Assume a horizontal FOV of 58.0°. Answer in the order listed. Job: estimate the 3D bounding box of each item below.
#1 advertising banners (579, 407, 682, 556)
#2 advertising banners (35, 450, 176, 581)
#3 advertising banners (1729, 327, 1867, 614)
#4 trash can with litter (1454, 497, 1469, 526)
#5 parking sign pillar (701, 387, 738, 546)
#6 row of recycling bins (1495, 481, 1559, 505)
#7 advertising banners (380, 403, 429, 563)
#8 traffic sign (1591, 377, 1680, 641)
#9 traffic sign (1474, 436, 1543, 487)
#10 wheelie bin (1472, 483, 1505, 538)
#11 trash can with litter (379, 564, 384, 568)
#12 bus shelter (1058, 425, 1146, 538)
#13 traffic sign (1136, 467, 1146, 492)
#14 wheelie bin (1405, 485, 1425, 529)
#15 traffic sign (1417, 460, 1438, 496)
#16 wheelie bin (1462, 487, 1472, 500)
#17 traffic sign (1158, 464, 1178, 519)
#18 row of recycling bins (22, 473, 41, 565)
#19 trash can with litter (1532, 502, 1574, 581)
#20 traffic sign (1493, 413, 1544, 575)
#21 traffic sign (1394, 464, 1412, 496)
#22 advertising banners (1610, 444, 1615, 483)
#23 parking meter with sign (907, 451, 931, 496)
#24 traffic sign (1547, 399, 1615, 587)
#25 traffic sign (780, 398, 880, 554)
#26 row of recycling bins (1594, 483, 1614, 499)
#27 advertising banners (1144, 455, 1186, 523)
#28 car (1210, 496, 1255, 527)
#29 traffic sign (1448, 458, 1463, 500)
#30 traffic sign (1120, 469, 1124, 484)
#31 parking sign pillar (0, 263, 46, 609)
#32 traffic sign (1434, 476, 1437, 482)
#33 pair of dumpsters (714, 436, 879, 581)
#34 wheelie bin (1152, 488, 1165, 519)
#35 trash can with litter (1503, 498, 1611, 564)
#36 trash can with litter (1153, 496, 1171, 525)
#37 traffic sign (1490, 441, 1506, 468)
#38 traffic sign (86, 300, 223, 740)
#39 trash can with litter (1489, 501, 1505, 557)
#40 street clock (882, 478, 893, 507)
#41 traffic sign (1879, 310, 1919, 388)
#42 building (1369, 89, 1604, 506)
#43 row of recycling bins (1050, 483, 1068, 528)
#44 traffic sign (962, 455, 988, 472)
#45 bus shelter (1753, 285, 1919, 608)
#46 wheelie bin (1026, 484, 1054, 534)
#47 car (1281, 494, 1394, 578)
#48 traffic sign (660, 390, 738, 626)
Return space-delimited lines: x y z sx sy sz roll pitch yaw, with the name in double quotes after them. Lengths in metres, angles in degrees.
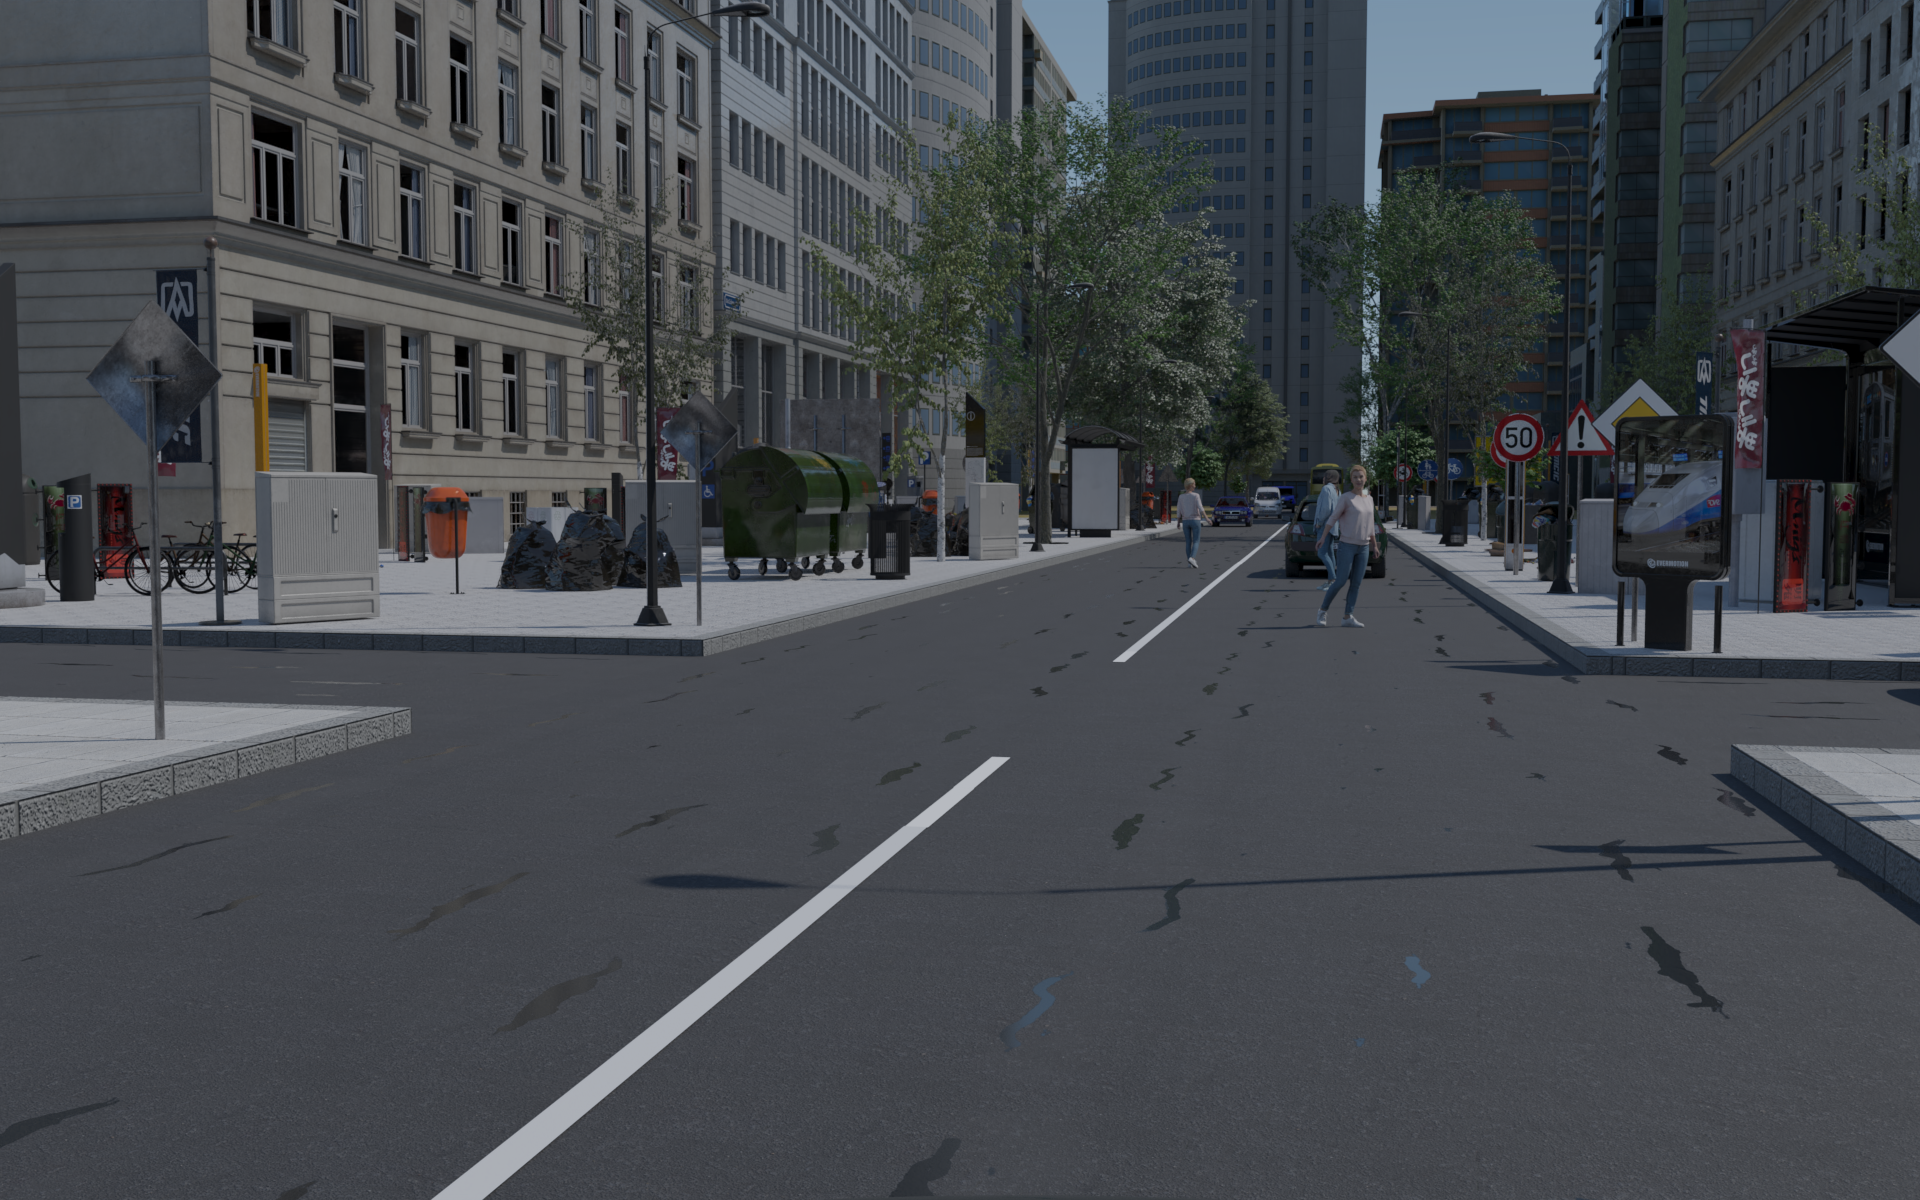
-6.610 -2.365 34.848 2.074 3.025 0.090 0 4 -1 "advertising banners"
-12.788 -1.831 26.121 2.074 3.025 0.090 -3 4 -38 "advertising banners"
9.007 -1.374 18.649 2.074 3.025 0.090 -2 4 -24 "advertising banners"
19.920 -3.541 69.289 0.624 1.170 1.055 0 4 -8 "trash can with litter"
-6.007 -3.350 43.250 1.447 3.967 1.447 1 4 18 "parking sign pillar"
18.066 -2.953 55.399 1.069 1.692 3.534 -1 4 -13 "row of recycling bins"
-10.613 -2.252 33.005 0.090 3.025 2.074 -3 5 -40 "advertising banners"
5.870 -0.696 15.028 0.795 2.450 0.064 1 4 12 "traffic sign"
19.011 -4.049 60.071 2.265 3.308 0.079 1 4 18 "traffic sign"
15.450 -2.596 50.347 0.693 1.594 0.980 2 4 31 "wheelie bin"
-10.807 -1.146 29.790 1.678 1.210 2.233 -1 4 -15 "trash can with litter"
4.435 -3.641 53.451 2.014 3.302 5.546 1 4 12 "bus shelter"
8.721 -5.012 81.949 0.884 2.594 0.081 1 4 21 "traffic sign"
16.601 -3.382 63.208 0.693 1.594 0.980 1 4 12 "wheelie bin"
17.270 -3.905 63.953 0.768 2.556 0.104 1 4 17 "traffic sign"
24.452 -4.574 82.692 0.980 1.594 0.693 -2 4 -31 "wheelie bin"
8.965 -4.573 74.774 0.884 2.594 0.081 1 4 17 "traffic sign"
-17.553 -1.400 30.002 1.069 1.692 3.534 1 4 16 "row of recycling bins"
8.766 -0.880 25.781 0.624 1.170 1.055 1 4 10 "trash can with litter"
8.803 -1.666 27.353 0.768 2.556 0.104 1 4 13 "traffic sign"
18.557 -4.433 72.591 0.768 2.556 0.104 1 4 16 "traffic sign"
17.032 -2.857 42.896 2.074 3.025 0.090 0 4 5 "advertising banners"
-1.829 -4.498 69.802 0.543 3.016 1.738 2 4 28 "parking meter with sign"
8.550 -1.462 23.900 0.884 2.594 0.081 1 4 15 "traffic sign"
-2.802 -2.642 37.069 2.265 3.308 0.079 1 4 16 "traffic sign"
24.367 -3.467 63.794 3.534 1.692 1.069 -3 5 -44 "row of recycling bins"
9.127 -4.913 76.511 2.074 3.025 0.090 0 4 3 "advertising banners"
12.064 -3.921 76.694 1.945 1.354 3.894 1 4 11 "car"
17.392 -3.744 61.312 0.768 2.556 0.104 1 4 13 "traffic sign"
7.985 -5.304 86.833 0.768 2.556 0.104 1 4 16 "traffic sign"
-11.256 -1.907 19.654 1.447 3.967 1.447 0 4 5 "parking sign pillar"
23.766 -5.227 85.563 0.768 2.556 0.104 1 4 16 "traffic sign"
-2.556 -1.536 27.603 1.574 2.255 4.437 1 4 12 "pair of dumpsters"
10.147 -4.925 88.436 0.980 1.594 0.693 3 5 44 "wheelie bin"
11.108 -1.301 32.330 2.233 1.210 1.678 0 4 1 "trash can with litter"
8.061 -3.812 73.387 1.678 1.210 2.233 -3 4 -38 "trash can with litter"
11.003 -2.115 34.684 0.768 2.556 0.104 1 4 17 "traffic sign"
-4.181 -0.327 8.996 0.795 2.450 0.064 1 4 12 "traffic sign"
11.317 -1.489 35.736 0.624 1.170 1.055 2 4 33 "trash can with litter"
-3.243 -4.478 77.778 0.471 2.002 0.358 1 4 11 "street clock"
4.225 -0.218 7.213 0.795 2.450 0.064 1 4 12 "traffic sign"
59.156 -32.805 190.979 28.867 44.769 22.147 1 4 12 "building"
3.933 -3.914 71.110 1.069 1.692 3.534 0 4 7 "row of recycling bins"
0.421 -3.070 50.296 0.768 2.556 0.104 1 4 18 "traffic sign"
11.673 -1.904 22.407 1.731 3.624 6.357 1 4 12 "bus shelter"
2.628 -2.936 55.913 0.980 1.594 0.693 -3 4 -39 "wheelie bin"
6.761 -1.302 31.071 2.009 1.686 4.222 1 4 13 "car"
-2.537 -0.805 16.811 0.795 2.450 0.064 1 4 12 "traffic sign"
